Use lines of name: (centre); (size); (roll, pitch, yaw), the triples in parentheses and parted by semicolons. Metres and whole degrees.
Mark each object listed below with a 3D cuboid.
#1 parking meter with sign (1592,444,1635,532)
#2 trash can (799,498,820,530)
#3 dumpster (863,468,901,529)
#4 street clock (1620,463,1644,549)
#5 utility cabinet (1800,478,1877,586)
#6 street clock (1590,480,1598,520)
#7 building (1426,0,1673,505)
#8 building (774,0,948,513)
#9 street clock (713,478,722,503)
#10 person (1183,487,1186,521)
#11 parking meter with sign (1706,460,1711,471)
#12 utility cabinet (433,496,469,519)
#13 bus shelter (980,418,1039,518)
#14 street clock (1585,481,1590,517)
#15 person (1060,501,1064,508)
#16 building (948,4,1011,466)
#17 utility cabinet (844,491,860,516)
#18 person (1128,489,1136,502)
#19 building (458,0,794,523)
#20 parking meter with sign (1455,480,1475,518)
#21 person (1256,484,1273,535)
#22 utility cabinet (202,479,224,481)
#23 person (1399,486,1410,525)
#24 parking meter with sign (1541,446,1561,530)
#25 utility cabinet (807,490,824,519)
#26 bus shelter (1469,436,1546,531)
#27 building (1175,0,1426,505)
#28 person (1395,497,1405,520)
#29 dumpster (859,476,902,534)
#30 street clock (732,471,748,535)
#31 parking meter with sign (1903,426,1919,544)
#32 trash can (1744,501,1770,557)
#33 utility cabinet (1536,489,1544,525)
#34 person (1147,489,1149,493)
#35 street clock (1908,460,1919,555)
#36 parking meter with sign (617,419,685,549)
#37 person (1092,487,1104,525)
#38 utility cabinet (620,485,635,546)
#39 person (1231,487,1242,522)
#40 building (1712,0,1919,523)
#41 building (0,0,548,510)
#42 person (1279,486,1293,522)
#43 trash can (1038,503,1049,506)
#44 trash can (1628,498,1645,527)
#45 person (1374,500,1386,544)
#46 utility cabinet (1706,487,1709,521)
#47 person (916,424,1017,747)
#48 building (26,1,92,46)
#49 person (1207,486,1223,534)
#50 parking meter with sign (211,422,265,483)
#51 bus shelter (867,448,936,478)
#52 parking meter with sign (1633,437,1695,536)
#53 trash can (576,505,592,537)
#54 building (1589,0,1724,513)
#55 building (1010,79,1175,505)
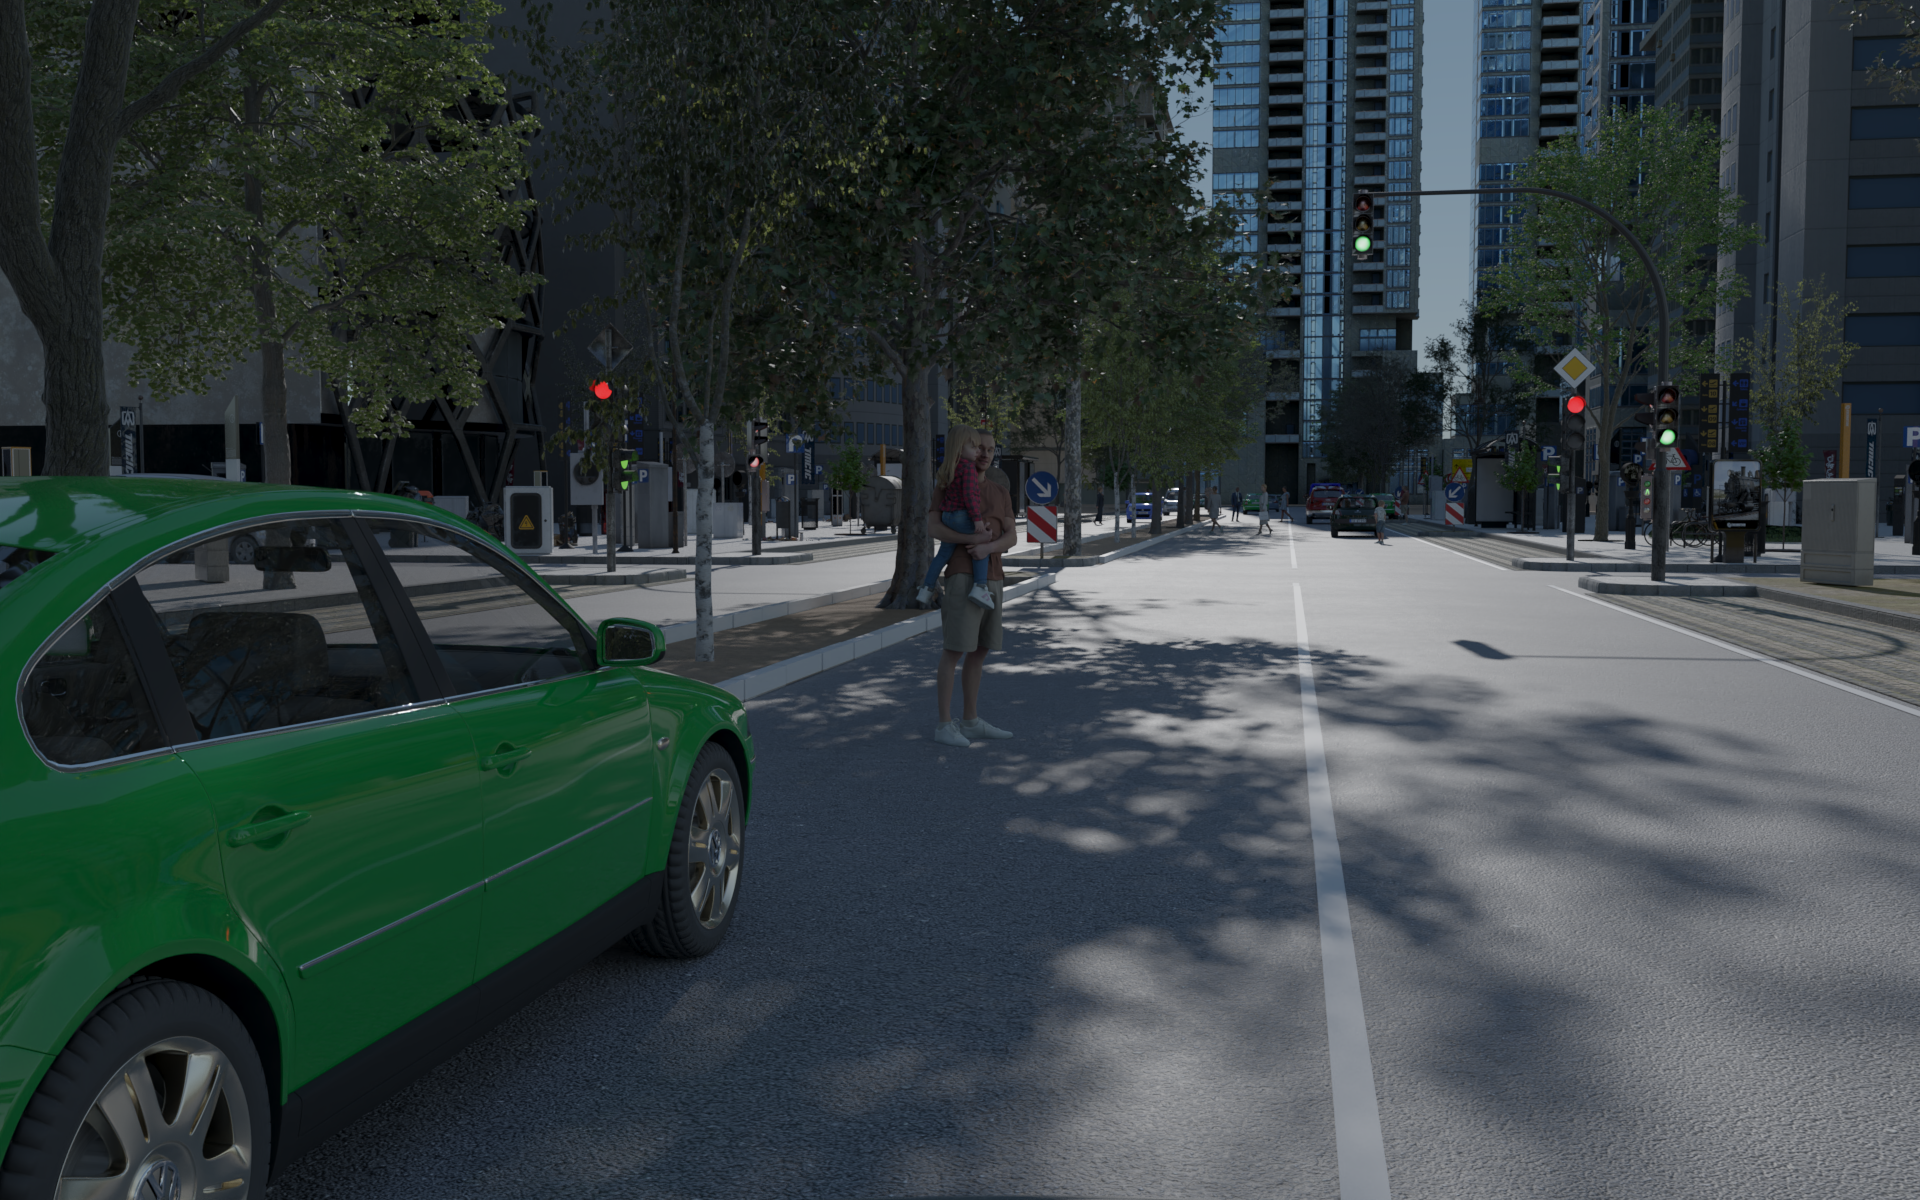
parking meter with sign: (22.617, -3.890, 59.858); (0.543, 3.016, 1.738); (-1, 4, -17)
trash can: (-5.373, -3.075, 61.937); (0.748, 1.137, 0.748); (0, 3, 0)
dumpster: (-2.818, -3.816, 64.889); (1.502, 2.255, 1.985); (1, 4, 11)
street clock: (15.553, -2.176, 40.141); (0.471, 2.002, 0.358); (0, 4, -4)
utility cabinet: (12.330, -0.959, 24.357); (0.318, 1.500, 1.173); (-1, 4, -9)
street clock: (31.940, -5.022, 86.683); (0.471, 2.002, 0.358); (2, 4, 32)
building: (73.360, -54.656, 206.301); (31.000, 86.520, 22.319); (1, 4, 11)
building: (-13.887, -35.841, 127.999); (21.231, 58.520, 28.212); (1, 4, 11)
street clock: (-10.985, -4.515, 78.392); (0.471, 2.002, 0.358); (1, 4, 16)
person: (11.463, -4.871, 88.242); (0.635, 1.810, 0.391); (-1, 4, -19)
parking meter with sign: (37.652, -5.675, 89.042); (0.543, 3.016, 1.738); (-3, 5, -42)
utility cabinet: (-15.684, -2.582, 53.378); (1.020, 1.237, 0.306); (0, 4, 5)
bus shelter: (2.599, -7.136, 94.302); (2.179, 5.291, 8.768); (1, 4, 11)
street clock: (35.085, -5.640, 96.777); (0.471, 2.002, 0.358); (0, 4, -6)
person: (4.281, -3.629, 68.188); (0.716, 1.782, 0.532); (0, 4, 8)
building: (-7.186, -33.131, 165.400); (21.600, 48.544, 21.300); (1, 4, 11)
utility cabinet: (-6.104, -5.440, 97.629); (0.318, 1.500, 1.173); (-3, 4, -38)
person: (10.291, -5.766, 102.871); (0.635, 1.810, 0.391); (-2, 4, -33)
building: (-18.192, -17.996, 87.734); (14.314, 27.812, 24.014); (1, 4, 11)
parking meter with sign: (27.035, -5.868, 92.196); (1.738, 3.016, 0.543); (-3, 4, -37)
person: (10.705, -3.177, 60.802); (0.624, 1.780, 0.694); (1, 4, 11)
utility cabinet: (-10.976, -1.023, 25.398); (0.318, 1.500, 1.173); (-2, 4, -32)
person: (20.548, -4.377, 80.039); (0.573, 1.828, 0.580); (-1, 4, -22)
parking meter with sign: (21.629, -4.101, 63.305); (0.543, 3.016, 1.738); (2, 4, 27)
utility cabinet: (-7.514, -4.972, 89.977); (0.318, 1.500, 1.173); (2, 4, 26)
bus shelter: (19.736, -4.209, 62.739); (2.014, 3.302, 5.546); (1, 4, 11)
building: (42.980, -55.034, 212.476); (31.000, 86.520, 22.319); (1, 4, 11)
person: (22.206, -4.823, 87.130); (0.659, 1.850, 0.755); (-1, 4, -18)
dumpster: (-2.504, -3.093, 56.335); (1.264, 1.857, 1.865); (1, 4, 11)
street clock: (-6.824, -3.008, 53.749); (0.471, 2.002, 0.358); (3, 5, 42)
parking meter with sign: (24.918, -2.985, 45.070); (0.543, 3.016, 1.738); (2, 4, 35)
trash can: (16.246, -1.467, 35.632); (0.748, 1.137, 0.748); (0, 3, 0)
utility cabinet: (23.448, -3.735, 69.741); (1.173, 1.500, 0.318); (3, 5, 40)
person: (14.249, -7.501, 131.135); (1.348, 1.826, 0.705); (-3, 4, -37)
street clock: (20.149, -1.943, 36.333); (0.358, 2.002, 0.471); (-1, 4, -20)
parking meter with sign: (-7.218, -2.726, 40.831); (0.543, 3.016, 1.738); (2, 4, 30)
person: (6.471, -4.387, 80.643); (0.534, 1.772, 0.576); (0, 4, -7)
utility cabinet: (-8.266, -2.099, 42.990); (0.318, 1.500, 1.173); (-1, 4, -13)
person: (14.386, -4.986, 90.202); (0.721, 1.800, 0.419); (-1, 4, -15)
building: (50.203, -33.353, 87.318); (21.231, 58.520, 28.212); (1, 4, 11)
building: (-23.991, -11.902, 62.045); (16.820, 18.784, 16.811); (1, 4, 11)
person: (16.342, -4.794, 86.975); (0.778, 1.811, 0.616); (0, 4, 0)
trash can: (4.614, -5.158, 95.991); (0.748, 1.137, 0.748); (0, 3, 0)
trash can: (26.305, -3.404, 67.315); (0.748, 1.137, 0.748); (0, 3, 0)
person: (12.127, -2.254, 50.036); (0.332, 1.250, 0.352); (2, 4, 26)
utility cabinet: (23.735, -2.760, 53.808); (0.318, 1.500, 1.173); (-1, 4, -17)
person: (0.041, -0.092, 9.977); (0.573, 1.828, 0.580); (0, 4, 4)
building: (-53.775, -16.155, 68.653); (34.151, 26.468, 19.350); (1, 4, 11)
person: (9.267, -3.269, 62.696); (0.466, 1.731, 0.760); (-3, 5, -45)
parking meter with sign: (-17.741, -2.799, 42.030); (1.738, 3.016, 0.543); (0, 4, -2)
bus shelter: (-2.581, -5.191, 78.789); (2.014, 3.302, 5.546); (1, 4, 11)
parking meter with sign: (21.491, -3.446, 52.597); (0.543, 3.016, 1.738); (-2, 4, -33)
trash can: (-11.337, -2.500, 52.533); (0.748, 1.137, 0.748); (0, 3, 0)
building: (61.862, -26.153, 119.483); (32.217, 40.220, 23.993); (1, 4, 11)
building: (14.832, -38.705, 222.063); (27.495, 52.752, 28.713); (1, 4, 11)
